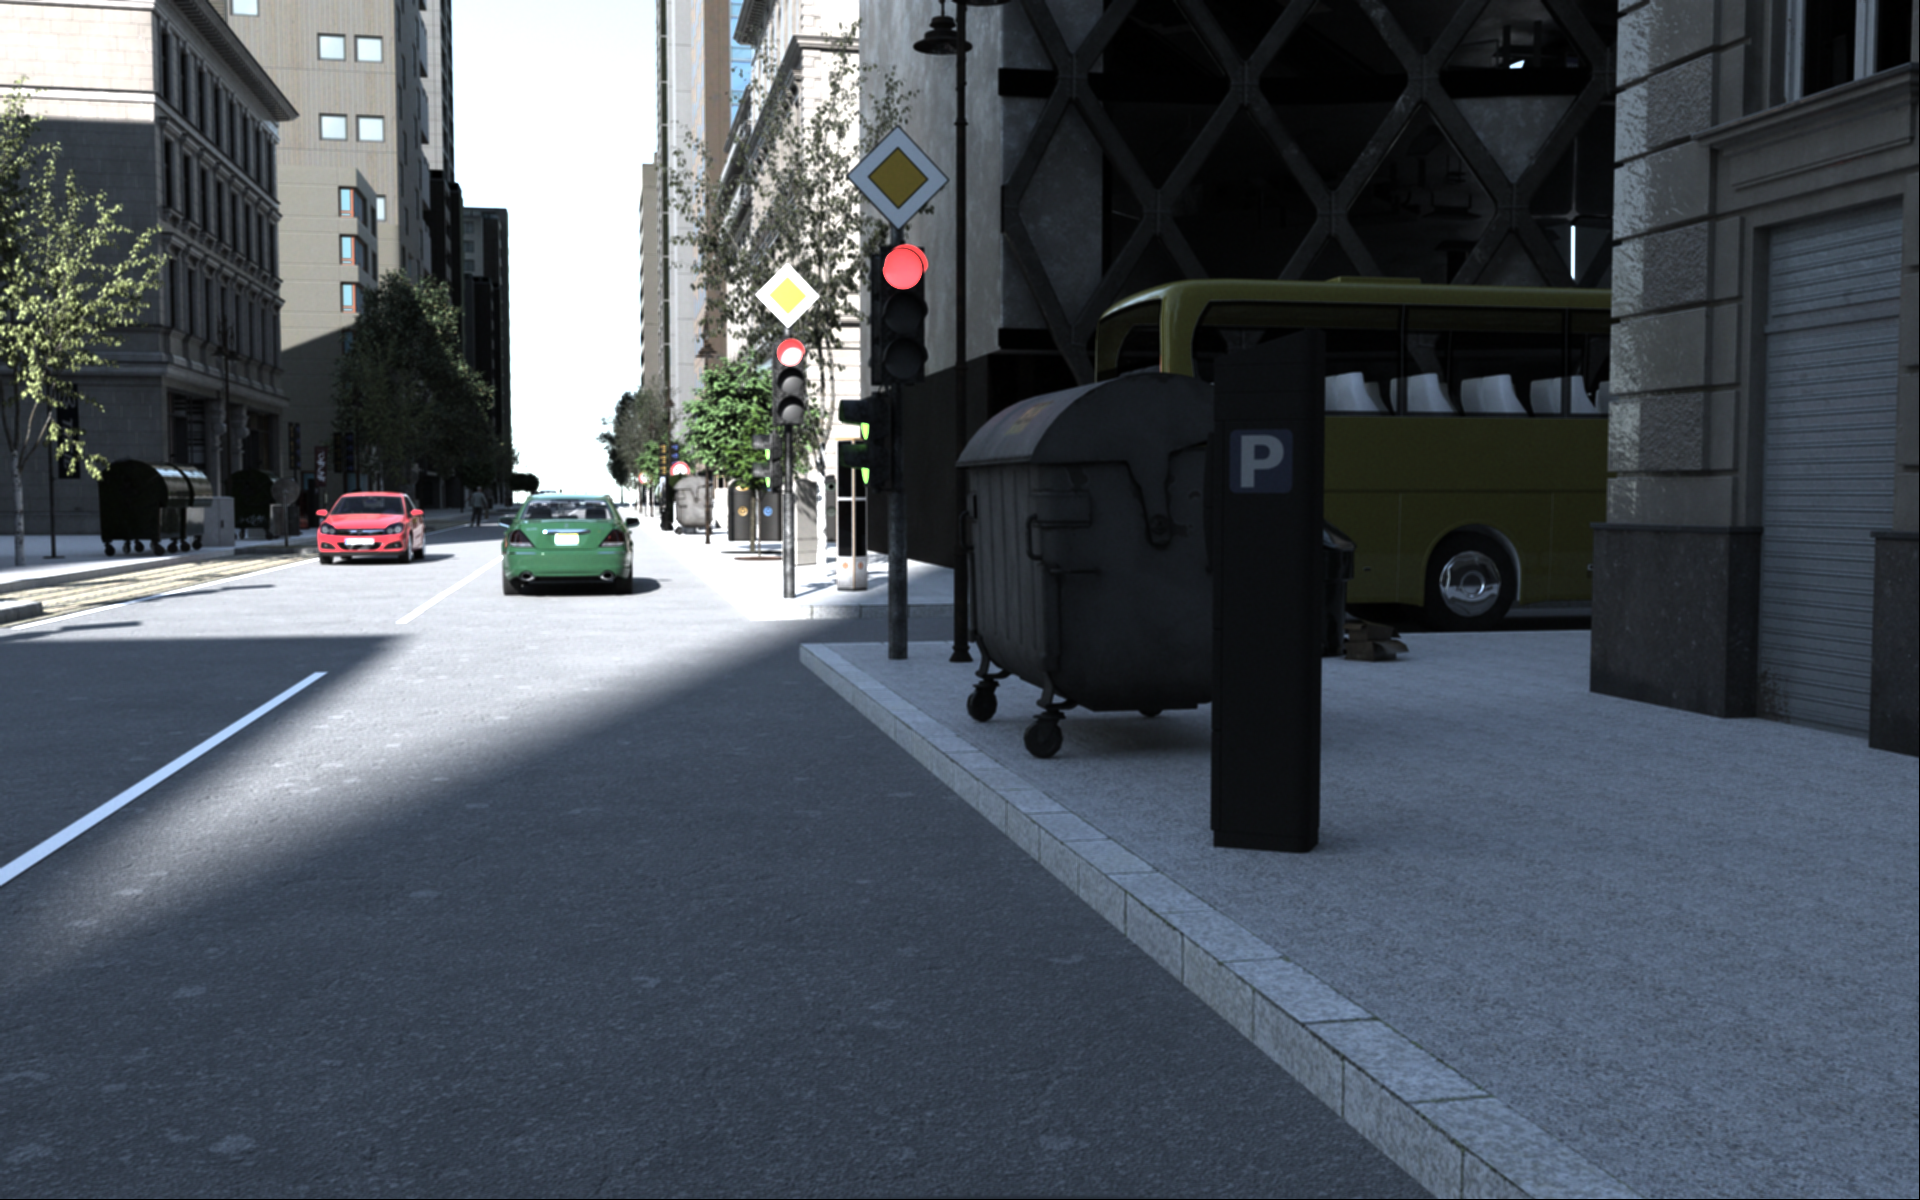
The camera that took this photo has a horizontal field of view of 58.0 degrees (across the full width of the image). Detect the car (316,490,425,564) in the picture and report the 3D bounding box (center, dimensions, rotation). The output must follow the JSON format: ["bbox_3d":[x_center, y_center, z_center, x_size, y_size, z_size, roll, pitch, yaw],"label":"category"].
[{"bbox_3d":[-12.463,-1.698,36.799,2.155,1.783,4.494,-1,4,-11],"label":"car"}]

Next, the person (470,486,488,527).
[{"bbox_3d":[-20.951,-4.074,75.591,0.782,1.767,0.515,0,4,5],"label":"person"}]

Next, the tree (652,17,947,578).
[{"bbox_3d":[-2.365,-4.650,26.390,4.360,8.622,3.978,0,3,0],"label":"tree"}]

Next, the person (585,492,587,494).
[{"bbox_3d":[-43.023,-11.647,199.723,1.217,1.735,0.721,3,5,43],"label":"person"}]

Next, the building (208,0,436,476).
[{"bbox_3d":[-54.709,-33.061,129.778,28.713,52.752,27.495,-1,4,-12],"label":"building"}]

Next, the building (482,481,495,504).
[{"bbox_3d":[-72.495,-31.386,205.047,32.217,40.220,23.993,-1,4,-12],"label":"building"}]

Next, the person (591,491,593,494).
[{"bbox_3d":[-50.766,-14.088,238.937,0.705,1.812,1.348,-1,4,-11],"label":"person"}]

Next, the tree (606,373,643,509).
[{"bbox_3d":[-18.386,-9.286,102.187,4.360,8.622,3.978,0,3,0],"label":"tree"}]

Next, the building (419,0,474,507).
[{"bbox_3d":[-62.074,-45.557,183.100,20.563,71.187,20.611,-1,4,-12],"label":"building"}]

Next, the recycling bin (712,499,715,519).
[{"bbox_3d":[-12.672,-4.599,87.753,0.722,1.027,0.722,-3,5,-40],"label":"recycling bin"}]

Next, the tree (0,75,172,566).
[{"bbox_3d":[-16.605,-4.912,30.668,4.737,8.622,4.395,0,3,0],"label":"tree"}]

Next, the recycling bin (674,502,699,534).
[{"bbox_3d":[-8.950,-2.694,56.599,0.722,1.027,0.722,0,4,-1],"label":"recycling bin"}]

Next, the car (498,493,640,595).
[{"bbox_3d":[-5.882,-0.874,26.082,2.131,1.459,4.920,-1,4,-12],"label":"car"}]

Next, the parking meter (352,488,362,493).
[{"bbox_3d":[-25.090,-3.894,72.075,0.372,1.533,0.369,0,3,0],"label":"parking meter"}]

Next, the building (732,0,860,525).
[{"bbox_3d":[-1.968,-14.344,63.403,11.050,23.489,19.941,-1,4,-12],"label":"building"}]

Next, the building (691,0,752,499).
[{"bbox_3d":[-9.523,-28.074,109.117,14.600,45.320,14.200,-1,4,-12],"label":"building"}]

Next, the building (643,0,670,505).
[{"bbox_3d":[-30.229,-47.896,221.356,20.563,71.187,20.611,-1,4,-12],"label":"building"}]

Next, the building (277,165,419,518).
[{"bbox_3d":[-48.355,-15.796,103.303,27.650,21.520,28.899,-1,4,-12],"label":"building"}]

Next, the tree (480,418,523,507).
[{"bbox_3d":[-44.789,-13.300,167.819,4.360,8.622,3.978,0,3,0],"label":"tree"}]

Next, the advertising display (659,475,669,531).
[{"bbox_3d":[-10.234,-3.347,59.945,0.123,1.923,0.974,-1,4,-22],"label":"advertising display"}]

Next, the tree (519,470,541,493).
[{"bbox_3d":[-56.176,-14.382,218.862,4.285,4.588,4.351,0,3,0],"label":"tree"}]

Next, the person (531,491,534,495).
[{"bbox_3d":[-46.022,-10.859,186.732,0.721,1.739,1.217,3,5,44],"label":"person"}]

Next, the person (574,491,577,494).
[{"bbox_3d":[-43.893,-11.561,197.533,1.348,1.823,0.705,3,5,39],"label":"person"}]

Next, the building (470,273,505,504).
[{"bbox_3d":[-67.185,-27.777,225.856,14.160,30.474,14.107,-1,4,-12],"label":"building"}]

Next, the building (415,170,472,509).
[{"bbox_3d":[-51.345,-23.299,152.647,14.160,30.474,14.107,-1,4,-12],"label":"building"}]

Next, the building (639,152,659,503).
[{"bbox_3d":[-33.786,-37.867,242.824,21.300,48.544,21.600,-1,4,-12],"label":"building"}]

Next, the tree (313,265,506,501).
[{"bbox_3d":[-27.700,-10.401,87.064,9.611,12.733,9.660,0,3,0],"label":"tree"}]

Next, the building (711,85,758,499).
[{"bbox_3d":[-4.800,-14.892,85.289,13.314,21.916,24.055,-1,4,-12],"label":"building"}]

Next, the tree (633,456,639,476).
[{"bbox_3d":[-15.236,-6.502,90.027,4.285,4.588,4.351,0,3,0],"label":"tree"}]

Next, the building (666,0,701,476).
[{"bbox_3d":[-11.429,-35.997,130.556,21.231,58.520,28.212,-1,4,-12],"label":"building"}]

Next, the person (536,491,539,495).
[{"bbox_3d":[-29.750,-6.863,122.185,0.415,1.643,0.593,0,4,-3],"label":"person"}]

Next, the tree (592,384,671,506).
[{"bbox_3d":[-33.564,-16.149,181.042,9.611,12.733,9.660,0,3,0],"label":"tree"}]

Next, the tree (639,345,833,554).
[{"bbox_3d":[-4.483,-3.291,37.514,4.285,4.588,4.351,0,3,0],"label":"tree"}]

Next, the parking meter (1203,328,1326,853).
[{"bbox_3d":[1.103,-0.036,6.301,0.399,1.863,0.255,1,4,23],"label":"parking meter"}]

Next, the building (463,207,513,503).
[{"bbox_3d":[-69.651,-33.993,239.386,14.154,41.232,14.086,-1,4,-12],"label":"building"}]

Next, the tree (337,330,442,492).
[{"bbox_3d":[-26.016,-7.838,78.513,4.737,8.622,4.395,0,3,0],"label":"tree"}]

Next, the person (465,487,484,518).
[{"bbox_3d":[-28.568,-5.723,102.077,0.705,1.824,1.348,3,4,38],"label":"person"}]

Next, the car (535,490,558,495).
[{"bbox_3d":[-36.931,-8.970,155.334,2.281,1.827,5.304,-1,4,-13],"label":"car"}]

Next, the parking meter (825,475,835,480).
[{"bbox_3d":[-3.986,-2.853,52.356,0.255,1.863,0.399,2,4,35],"label":"parking meter"}]

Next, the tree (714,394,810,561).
[{"bbox_3d":[-4.035,-2.395,33.757,1.663,3.219,1.824,0,3,0],"label":"tree"}]

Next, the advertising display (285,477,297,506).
[{"bbox_3d":[-25.712,-3.754,66.589,0.123,1.923,0.974,0,4,1],"label":"advertising display"}]

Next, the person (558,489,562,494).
[{"bbox_3d":[-27.848,-6.875,120.922,1.348,1.822,0.705,0,4,-1],"label":"person"}]

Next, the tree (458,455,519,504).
[{"bbox_3d":[-38.280,-9.394,137.312,4.285,4.588,4.351,0,3,0],"label":"tree"}]

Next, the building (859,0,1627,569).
[{"bbox_3d":[7.567,-10.141,33.255,16.811,18.784,16.820,-1,4,-12],"label":"building"}]

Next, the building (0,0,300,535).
[{"bbox_3d":[-29.644,-12.453,54.517,10.553,20.767,40.483,-1,4,-12],"label":"building"}]

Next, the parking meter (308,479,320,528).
[{"bbox_3d":[-24.585,-3.681,65.901,0.255,1.863,0.399,1,4,11],"label":"parking meter"}]
